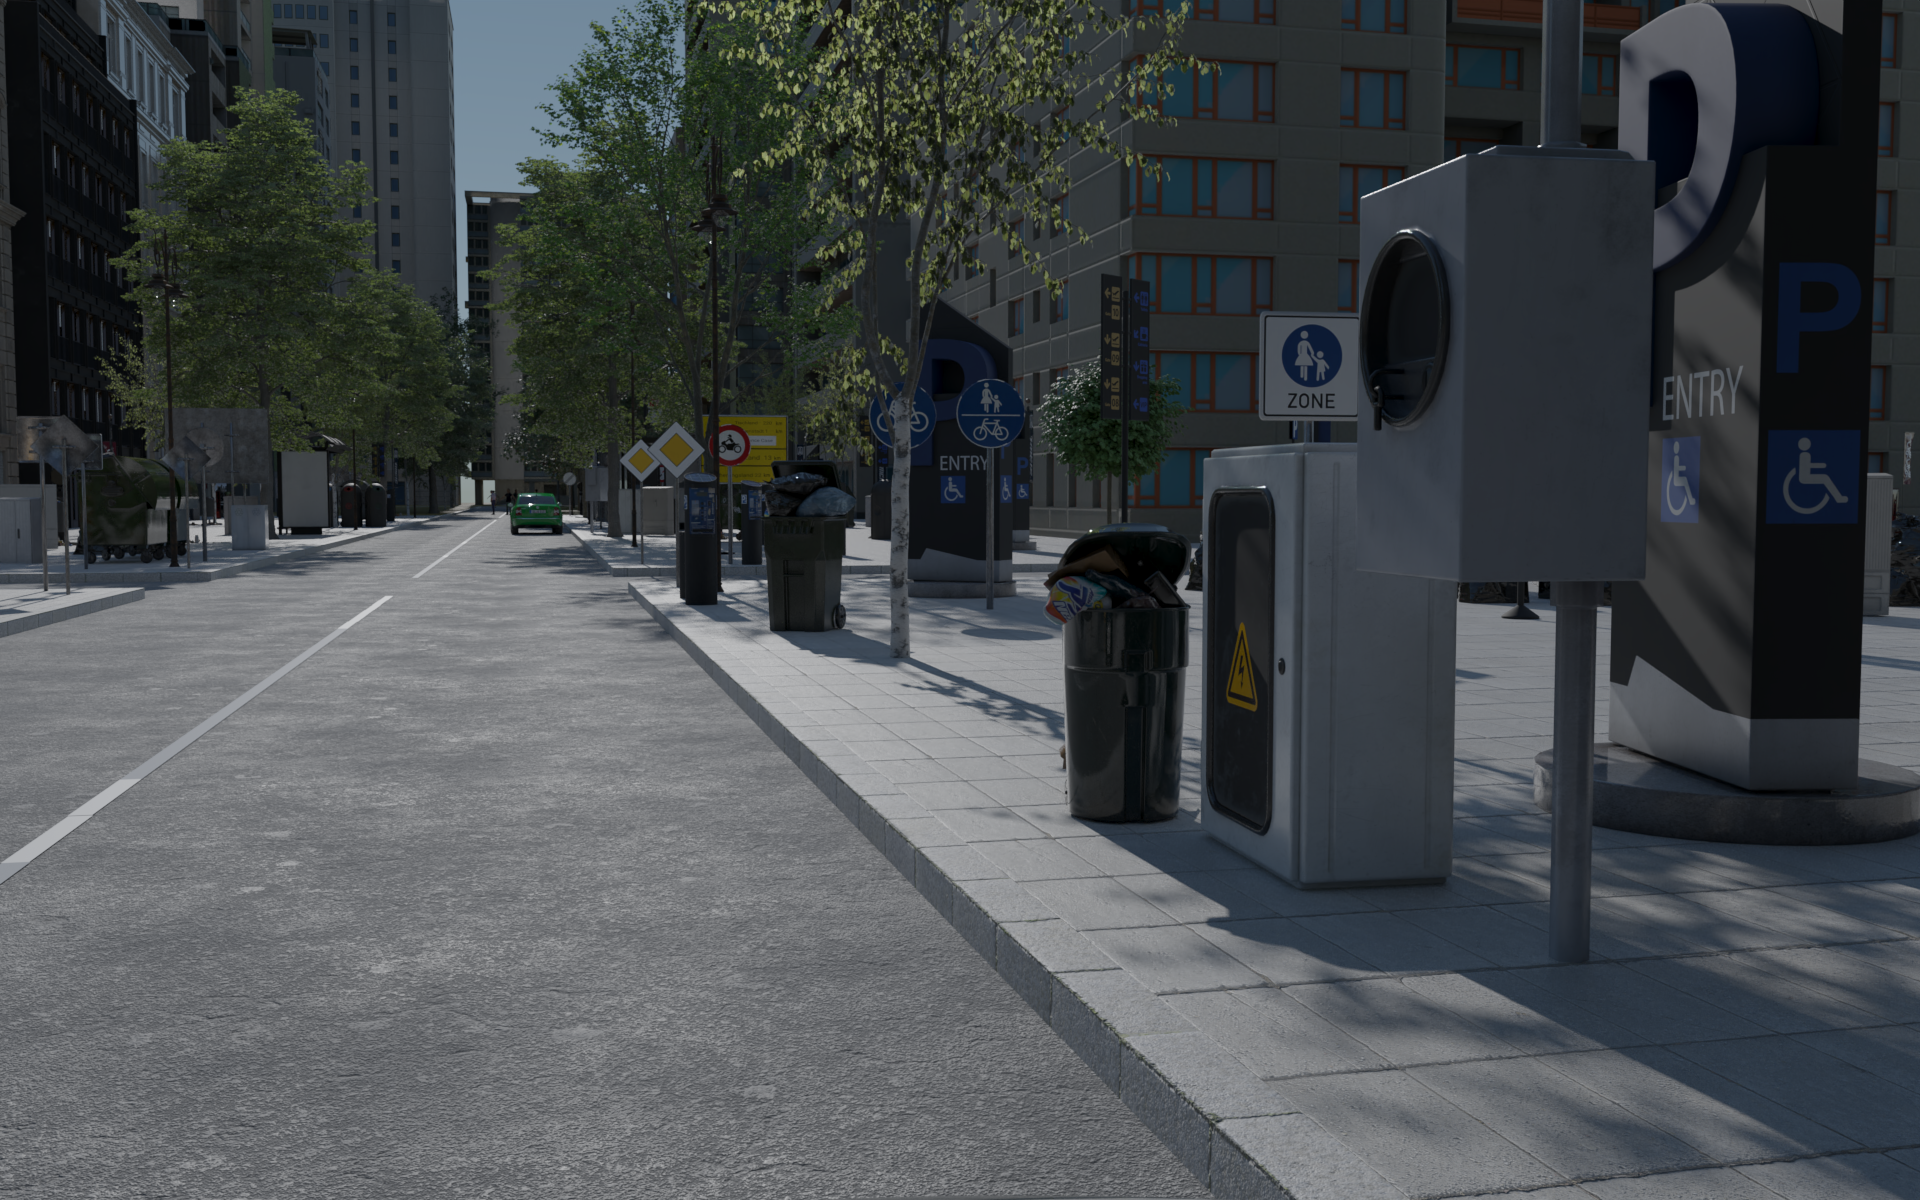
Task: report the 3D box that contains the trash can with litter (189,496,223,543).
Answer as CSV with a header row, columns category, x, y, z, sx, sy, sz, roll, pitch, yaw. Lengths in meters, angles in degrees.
category,x,y,z,sx,sy,sz,roll,pitch,yaw
trash can with litter,-20.501,-2.118,45.680,1.678,1.210,2.233,-2,4,-32

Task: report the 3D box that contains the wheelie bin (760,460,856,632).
category,x,y,z,sx,sy,sz,roll,pitch,yaw
wheelie bin,-1.443,-0.514,16.308,0.980,1.594,0.693,1,4,16

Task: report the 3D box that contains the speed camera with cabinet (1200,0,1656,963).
category,x,y,z,sx,sy,sz,roll,pitch,yaw
speed camera with cabinet,1.352,-0.681,5.470,0.660,3.252,2.038,-1,4,-11

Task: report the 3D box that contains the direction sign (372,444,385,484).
category,x,y,z,sx,sy,sz,roll,pitch,yaw
direction sign,-26.454,-5.309,78.805,0.379,3.537,0.876,1,4,17

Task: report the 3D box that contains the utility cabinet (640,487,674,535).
category,x,y,z,sx,sy,sz,roll,pitch,yaw
utility cabinet,-9.337,-2.731,53.335,1.173,1.500,0.318,3,4,36

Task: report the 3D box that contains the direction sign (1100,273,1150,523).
category,x,y,z,sx,sy,sz,roll,pitch,yaw
direction sign,1.734,-1.603,18.204,0.379,3.537,0.876,3,5,39

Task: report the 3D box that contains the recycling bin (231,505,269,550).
category,x,y,z,sx,sy,sz,roll,pitch,yaw
recycling bin,-16.330,-1.669,39.837,0.722,1.027,0.722,-1,4,-16

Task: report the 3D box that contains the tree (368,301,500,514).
category,x,y,z,sx,sy,sz,roll,pitch,yaw
tree,-34.708,-12.677,113.928,9.857,13.997,8.962,0,3,0

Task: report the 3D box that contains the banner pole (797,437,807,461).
category,x,y,z,sx,sy,sz,roll,pitch,yaw
banner pole,-6.927,-5.271,76.204,0.401,3.779,0.863,-3,5,-44

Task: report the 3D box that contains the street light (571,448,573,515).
category,x,y,z,sx,sy,sz,roll,pitch,yaw
street light,-23.391,-8.042,104.279,0.468,5.910,1.993,-1,4,-14

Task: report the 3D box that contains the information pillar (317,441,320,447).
category,x,y,z,sx,sy,sz,roll,pitch,yaw
information pillar,-28.364,-5.215,76.627,0.183,3.616,0.504,-2,4,-25

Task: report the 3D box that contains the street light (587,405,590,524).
category,x,y,z,sx,sy,sz,roll,pitch,yaw
street light,-15.659,-6.130,73.014,0.468,5.910,1.993,-1,4,-14

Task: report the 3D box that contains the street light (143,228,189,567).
category,x,y,z,sx,sy,sz,roll,pitch,yaw
street light,-13.845,-3.521,30.349,0.468,5.910,1.993,-1,4,-14

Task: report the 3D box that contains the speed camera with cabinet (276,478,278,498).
category,x,y,z,sx,sy,sz,roll,pitch,yaw
speed camera with cabinet,-35.462,-6.009,92.585,2.038,3.252,0.660,-3,5,-44

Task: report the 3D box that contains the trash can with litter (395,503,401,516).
category,x,y,z,sx,sy,sz,roll,pitch,yaw
trash can with litter,-33.099,-5.437,99.945,2.233,1.210,1.678,1,4,15

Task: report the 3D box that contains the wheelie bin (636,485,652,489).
category,x,y,z,sx,sy,sz,roll,pitch,yaw
wheelie bin,-10.791,-3.116,58.847,0.980,1.594,0.693,-2,4,-30

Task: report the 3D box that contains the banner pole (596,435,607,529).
category,x,y,z,sx,sy,sz,roll,pitch,yaw
banner pole,-13.152,-4.455,62.856,0.401,3.779,0.863,1,4,13

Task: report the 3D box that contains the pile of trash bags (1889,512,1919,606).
category,x,y,z,sx,sy,sz,roll,pitch,yaw
pile of trash bags,12.138,-0.620,19.895,3.447,1.369,1.912,2,4,28

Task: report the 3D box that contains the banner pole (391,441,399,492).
category,x,y,z,sx,sy,sz,roll,pitch,yaw
banner pole,-26.720,-5.620,81.905,0.401,3.779,0.863,0,4,5

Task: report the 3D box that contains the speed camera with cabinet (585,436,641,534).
category,x,y,z,sx,sy,sz,roll,pitch,yaw
speed camera with cabinet,-11.364,-3.825,56.876,2.038,3.252,0.660,2,4,32

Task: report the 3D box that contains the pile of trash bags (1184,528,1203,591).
category,x,y,z,sx,sy,sz,roll,pitch,yaw
pile of trash bags,4.352,-0.887,24.256,1.912,1.369,3.447,1,4,21

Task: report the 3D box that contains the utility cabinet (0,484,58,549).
category,x,y,z,sx,sy,sz,roll,pitch,yaw
utility cabinet,-21.300,-1.888,39.551,1.173,1.500,0.318,-3,5,-41

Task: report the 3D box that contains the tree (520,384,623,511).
category,x,y,z,sx,sy,sz,roll,pitch,yaw
tree,-28.916,-13.789,132.110,9.857,13.997,8.962,0,3,0

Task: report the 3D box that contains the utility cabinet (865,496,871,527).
category,x,y,z,sx,sy,sz,roll,pitch,yaw
utility cabinet,-3.165,-3.430,67.244,1.020,1.237,0.306,2,4,23

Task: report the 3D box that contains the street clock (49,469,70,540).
category,x,y,z,sx,sy,sz,roll,pitch,yaw
street clock,-24.979,-2.662,48.095,0.471,2.002,0.358,-1,4,-19

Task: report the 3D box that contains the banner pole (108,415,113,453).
category,x,y,z,sx,sy,sz,roll,pitch,yaw
banner pole,-26.650,-3.941,54.450,0.401,3.779,0.863,-2,4,-30

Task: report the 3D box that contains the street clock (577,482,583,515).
category,x,y,z,sx,sy,sz,roll,pitch,yaw
street clock,-23.026,-6.159,105.276,0.471,2.002,0.358,-1,4,-20

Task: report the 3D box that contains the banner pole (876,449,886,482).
category,x,y,z,sx,sy,sz,roll,pitch,yaw
banner pole,-4.020,-5.835,85.421,0.863,3.779,0.401,1,4,12

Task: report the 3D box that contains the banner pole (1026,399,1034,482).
category,x,y,z,sx,sy,sz,roll,pitch,yaw
banner pole,1.824,-3.381,45.291,0.401,3.779,0.863,-1,4,-10

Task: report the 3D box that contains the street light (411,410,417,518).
category,x,y,z,sx,sy,sz,roll,pitch,yaw
street light,-29.420,-7.371,93.303,0.468,5.910,1.993,-1,4,-14

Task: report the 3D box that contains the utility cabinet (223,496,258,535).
category,x,y,z,sx,sy,sz,roll,pitch,yaw
utility cabinet,-22.838,-2.683,55.032,0.306,1.237,1.020,3,4,39

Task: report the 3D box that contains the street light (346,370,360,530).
category,x,y,z,sx,sy,sz,roll,pitch,yaw
street light,-21.567,-5.435,61.642,0.468,5.910,1.993,-1,4,-14

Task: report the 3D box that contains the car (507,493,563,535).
category,x,y,z,sx,sy,sz,roll,pitch,yaw
car,-15.410,-3.308,62.883,1.959,1.807,4.718,-1,4,-16

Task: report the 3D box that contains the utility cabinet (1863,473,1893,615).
category,x,y,z,sx,sy,sz,roll,pitch,yaw
utility cabinet,9.147,-0.587,18.283,1.173,1.500,0.318,1,4,15

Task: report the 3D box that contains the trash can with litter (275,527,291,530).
category,x,y,z,sx,sy,sz,roll,pitch,yaw
trash can with litter,-24.393,-3.166,62.826,2.233,1.210,1.678,-3,5,-43

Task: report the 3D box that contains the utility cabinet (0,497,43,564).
category,x,y,z,sx,sy,sz,roll,pitch,yaw
utility cabinet,-17.497,-1.284,32.149,1.020,1.237,0.306,1,4,22

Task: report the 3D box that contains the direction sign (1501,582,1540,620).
category,x,y,z,sx,sy,sz,roll,pitch,yaw
direction sign,5.784,-1.576,17.769,0.379,3.537,0.876,2,4,26

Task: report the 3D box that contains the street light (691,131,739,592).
category,x,y,z,sx,sy,sz,roll,pitch,yaw
street light,-3.184,-3.044,22.551,0.468,5.910,1.993,-1,4,-14

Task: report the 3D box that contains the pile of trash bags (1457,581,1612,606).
category,x,y,z,sx,sy,sz,roll,pitch,yaw
pile of trash bags,7.547,-0.666,20.650,3.447,1.369,1.912,1,4,20

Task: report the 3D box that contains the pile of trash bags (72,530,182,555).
category,x,y,z,sx,sy,sz,roll,pitch,yaw
pile of trash bags,-18.038,-1.741,38.219,1.912,1.369,3.447,0,4,-4

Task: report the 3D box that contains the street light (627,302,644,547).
category,x,y,z,sx,sy,sz,roll,pitch,yaw
street light,-7.883,-4.219,41.768,0.468,5.910,1.993,-1,4,-14

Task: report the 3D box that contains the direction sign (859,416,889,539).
category,x,y,z,sx,sy,sz,roll,pitch,yaw
direction sign,-2.481,-3.549,50.018,0.876,3.537,0.379,1,4,17

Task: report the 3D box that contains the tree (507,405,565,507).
category,x,y,z,sx,sy,sz,roll,pitch,yaw
tree,-40.963,-16.250,176.057,12.009,13.543,11.850,0,3,0
